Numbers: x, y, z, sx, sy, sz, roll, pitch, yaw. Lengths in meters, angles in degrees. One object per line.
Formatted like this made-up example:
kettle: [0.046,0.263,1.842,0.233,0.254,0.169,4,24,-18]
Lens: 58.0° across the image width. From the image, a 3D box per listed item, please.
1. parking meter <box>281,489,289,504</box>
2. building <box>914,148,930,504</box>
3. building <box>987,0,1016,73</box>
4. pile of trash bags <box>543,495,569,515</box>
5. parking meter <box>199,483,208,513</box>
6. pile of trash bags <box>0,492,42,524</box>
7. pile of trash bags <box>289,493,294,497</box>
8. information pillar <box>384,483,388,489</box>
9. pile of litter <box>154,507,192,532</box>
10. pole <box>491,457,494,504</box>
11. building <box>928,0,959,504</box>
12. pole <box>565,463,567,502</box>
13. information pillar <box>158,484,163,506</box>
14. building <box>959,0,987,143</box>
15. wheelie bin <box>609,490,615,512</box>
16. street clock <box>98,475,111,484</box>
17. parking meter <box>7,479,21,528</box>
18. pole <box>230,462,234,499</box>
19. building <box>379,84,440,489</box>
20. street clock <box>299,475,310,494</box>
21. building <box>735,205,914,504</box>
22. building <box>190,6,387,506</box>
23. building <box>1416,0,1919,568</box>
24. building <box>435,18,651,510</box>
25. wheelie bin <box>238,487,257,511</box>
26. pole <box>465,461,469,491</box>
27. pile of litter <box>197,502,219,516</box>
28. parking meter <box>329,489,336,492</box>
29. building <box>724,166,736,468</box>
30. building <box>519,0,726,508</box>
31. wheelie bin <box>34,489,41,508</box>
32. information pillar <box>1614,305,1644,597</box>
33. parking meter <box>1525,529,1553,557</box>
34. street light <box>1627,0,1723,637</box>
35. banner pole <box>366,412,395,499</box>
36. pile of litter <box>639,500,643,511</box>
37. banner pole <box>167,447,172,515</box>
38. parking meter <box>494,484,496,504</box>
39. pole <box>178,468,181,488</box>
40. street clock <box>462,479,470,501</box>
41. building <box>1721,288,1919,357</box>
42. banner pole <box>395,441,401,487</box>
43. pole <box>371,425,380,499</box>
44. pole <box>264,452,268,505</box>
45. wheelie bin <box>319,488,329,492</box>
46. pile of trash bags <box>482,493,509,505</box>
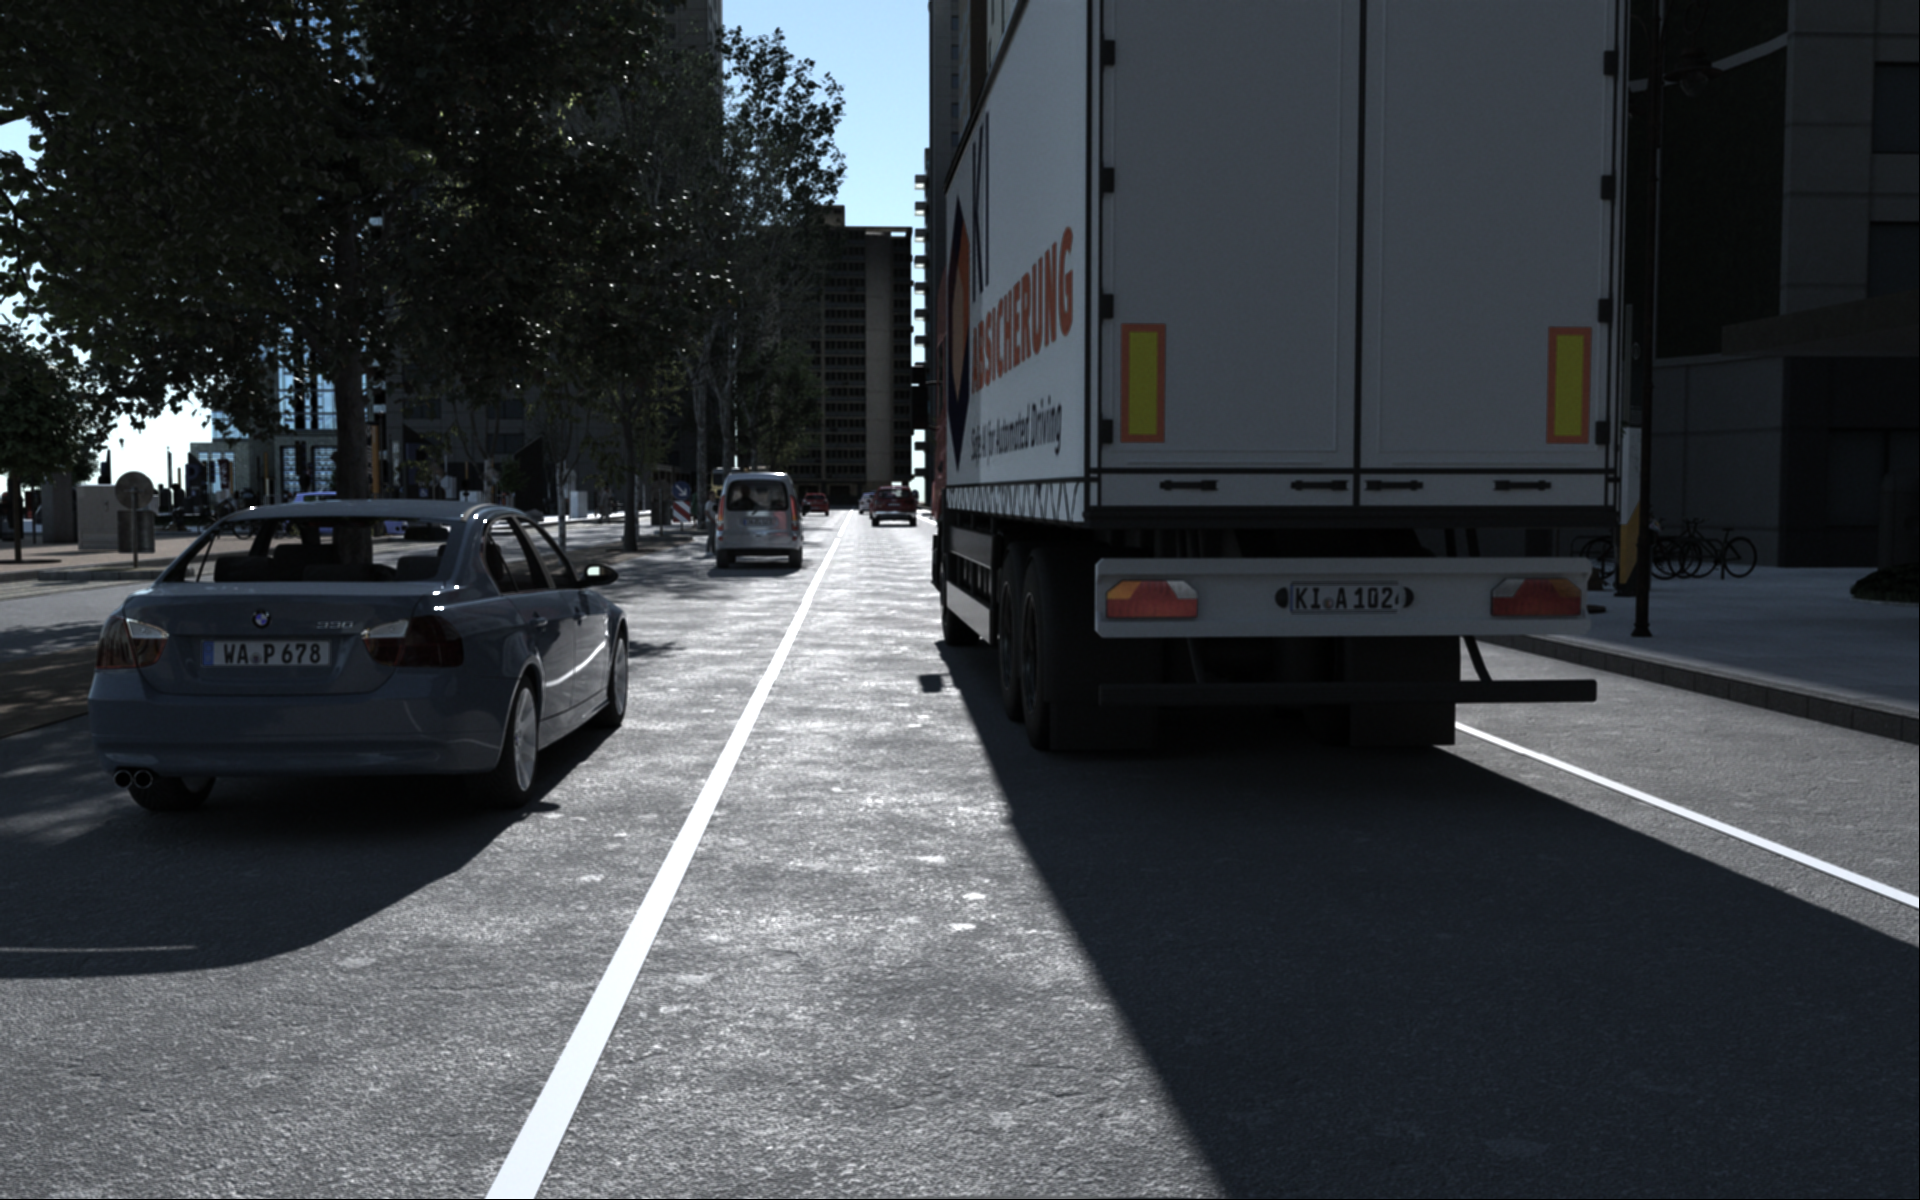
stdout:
parking meter: [-33.640,-4.768,86.372,0.372,1.533,0.369,0,3,0]
building: [9.050,-37.517,233.009,30.456,49.044,23.786,0,4,-3]
building: [15.873,-31.273,100.558,28.713,52.752,27.495,0,4,-3]
pile of trash bags: [-24.578,-5.875,105.814,1.912,1.369,3.447,1,4,21]
parking meter: [-41.635,-5.483,95.358,0.399,1.863,0.255,-3,5,-42]
pile of trash bags: [-38.736,-3.894,73.415,3.447,1.369,1.912,-3,5,-40]
pile of trash bags: [-46.991,-6.787,120.715,1.912,1.369,3.447,-2,4,-31]
information pillar: [-38.095,-6.755,114.941,0.304,2.012,0.304,-1,4,-9]
pile of litter: [-27.079,-2.785,59.492,1.176,0.858,1.719,-2,4,-32]
pole: [-24.314,-5.879,89.969,0.158,3.312,0.155,0,3,0]
building: [7.015,-40.061,196.994,21.231,58.520,28.212,0,4,-3]
pole: [-26.041,-7.373,114.395,0.158,3.312,0.155,0,3,0]
information pillar: [-58.146,-7.433,126.020,0.304,2.012,0.304,-3,5,-43]
building: [7.201,-29.298,129.128,14.600,45.320,14.200,0,4,-3]
wheelie bin: [-25.058,-7.077,123.612,0.980,1.594,0.693,0,4,7]
street clock: [-33.293,-3.844,67.426,0.358,2.002,0.471,1,4,9]
parking meter: [-35.335,-3.609,64.725,0.255,1.863,0.399,2,4,31]
pole: [-47.800,-7.300,113.204,0.158,3.312,0.155,0,3,0]
building: [-34.922,-43.123,143.319,20.563,71.187,20.611,0,4,-3]
street clock: [-24.310,-3.653,64.290,0.358,2.002,0.471,0,4,6]
building: [-18.345,-33.247,235.464,23.993,40.220,32.217,0,4,-3]
building: [-81.282,-55.862,226.008,31.000,86.520,22.319,0,4,-3]
building: [15.430,-36.698,38.260,20.563,71.187,20.611,0,4,-3]
building: [-36.509,-44.378,163.834,20.563,71.187,20.611,0,4,-3]
wheelie bin: [-32.712,-4.381,79.531,0.980,1.594,0.693,3,5,39]
pole: [-30.460,-6.922,107.024,0.158,3.312,0.155,0,3,0]
pile of litter: [-31.688,-3.611,73.004,1.719,0.858,1.176,2,4,33]
parking meter: [-30.538,-4.646,84.371,0.372,1.533,0.369,0,3,0]
building: [-36.918,-35.203,225.685,14.200,45.320,14.600,0,4,-3]
building: [-37.959,-46.464,197.939,20.611,71.187,20.563,0,4,-3]
wheelie bin: [-61.208,-6.553,115.056,0.693,1.594,0.980,2,4,27]
information pillar: [8.429,-1.855,21.685,0.183,3.616,0.504,3,5,45]
parking meter: [8.886,-1.273,26.523,0.399,1.863,0.255,2,4,35]
street light: [6.146,-2.609,15.440,0.468,5.910,1.993,0,4,-3]
banner pole: [-17.753,-3.824,52.534,0.863,3.779,0.401,-3,5,-42]
pile of litter: [-24.371,-7.111,130.226,1.176,0.858,1.719,-1,4,-13]
banner pole: [-41.669,-6.199,91.377,0.401,3.779,0.863,-1,4,-10]
parking meter: [-26.178,-5.624,97.657,0.255,1.863,0.399,3,5,39]
pole: [-60.017,-8.524,133.206,0.158,3.312,0.155,0,3,0]
street clock: [-24.269,-4.927,85.130,0.358,2.002,0.471,-3,5,-44]
building: [19.350,-21.299,2.863,22.147,44.769,28.867,0,4,-3]
banner pole: [-23.429,-4.996,71.703,0.863,3.779,0.401,3,4,36]
pole: [-17.349,-3.524,51.459,0.158,3.312,0.155,0,3,0]
pole: [-33.756,-5.534,84.316,0.158,3.312,0.155,0,3,0]
wheelie bin: [-32.733,-4.961,89.023,0.693,1.594,0.980,-3,4,-37]
pile of trash bags: [-27.651,-5.613,101.520,1.912,1.369,3.447,2,4,30]
